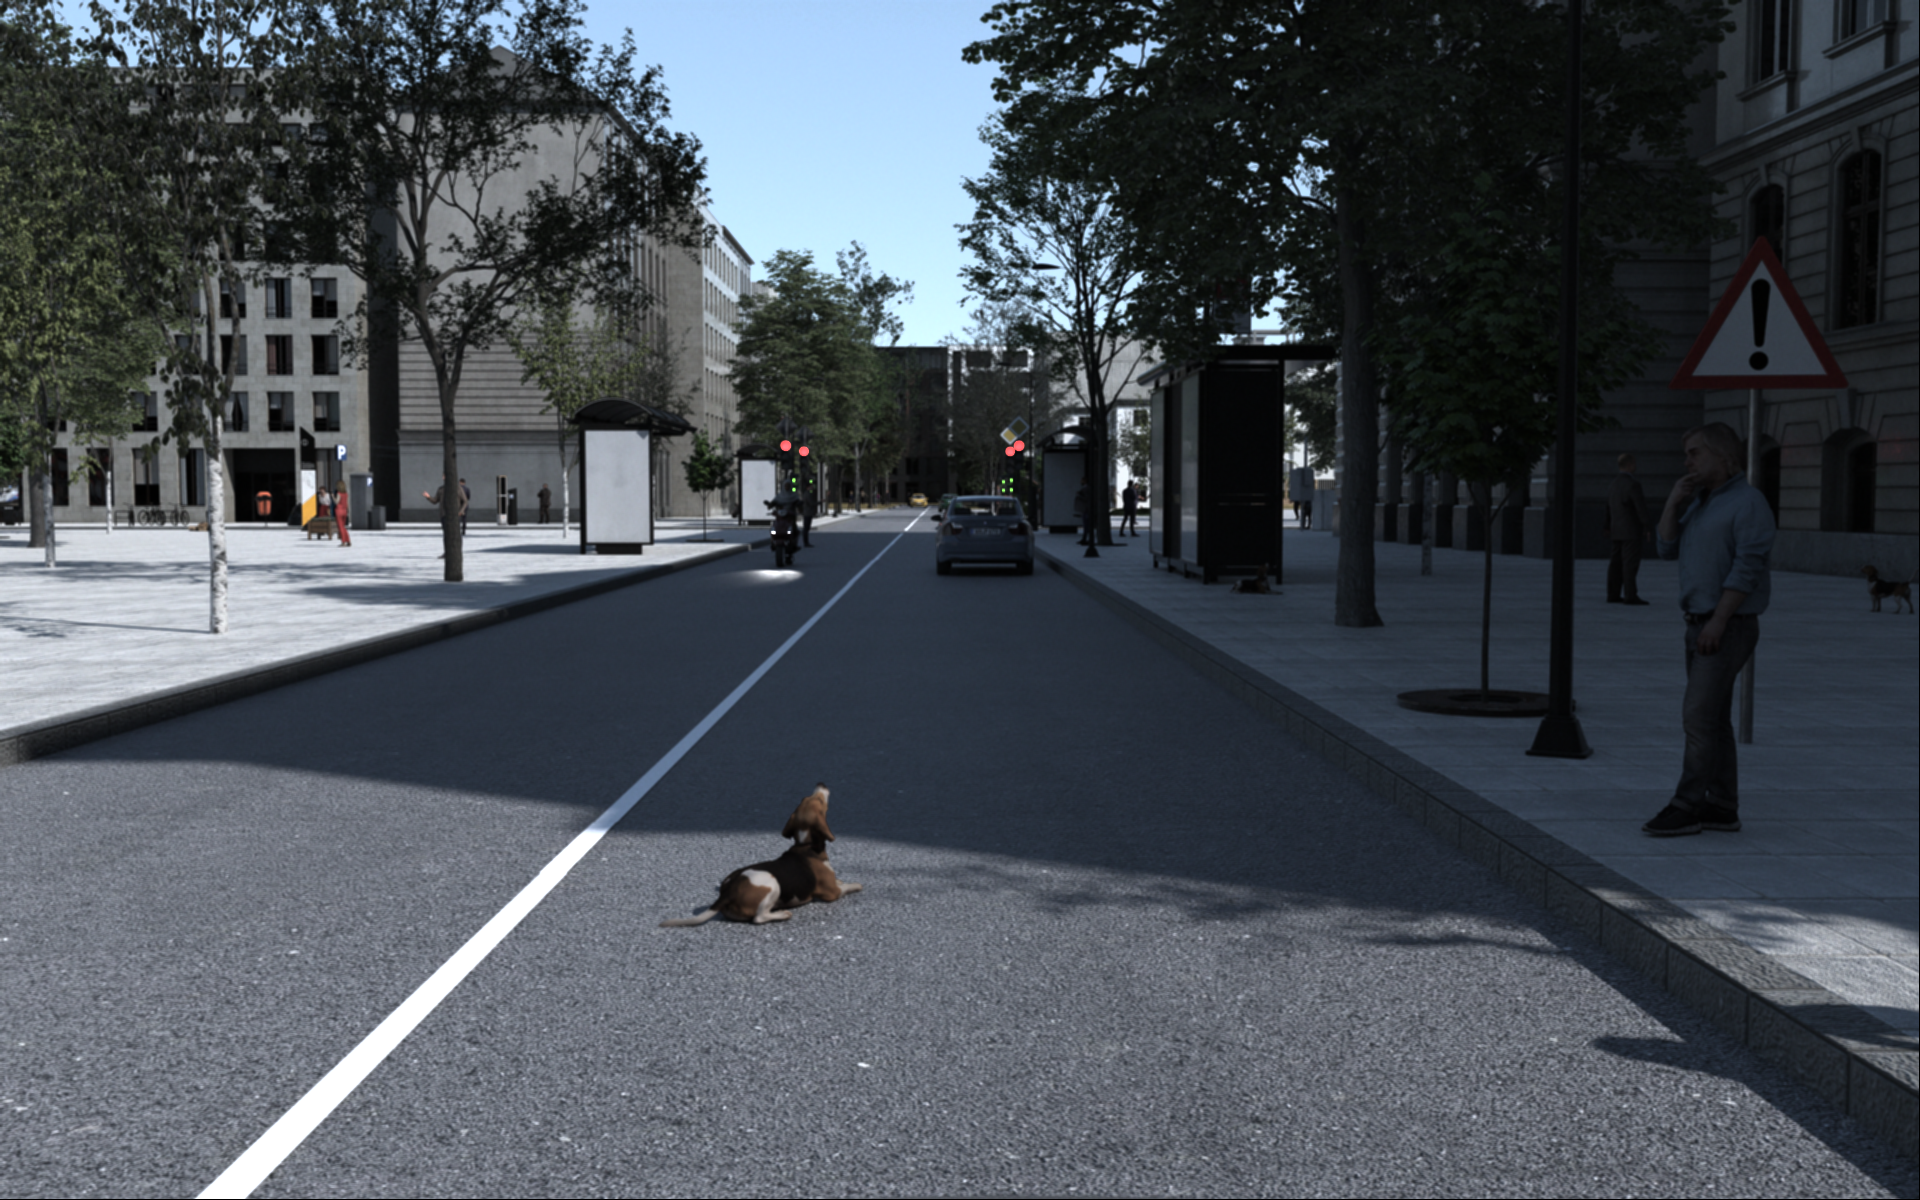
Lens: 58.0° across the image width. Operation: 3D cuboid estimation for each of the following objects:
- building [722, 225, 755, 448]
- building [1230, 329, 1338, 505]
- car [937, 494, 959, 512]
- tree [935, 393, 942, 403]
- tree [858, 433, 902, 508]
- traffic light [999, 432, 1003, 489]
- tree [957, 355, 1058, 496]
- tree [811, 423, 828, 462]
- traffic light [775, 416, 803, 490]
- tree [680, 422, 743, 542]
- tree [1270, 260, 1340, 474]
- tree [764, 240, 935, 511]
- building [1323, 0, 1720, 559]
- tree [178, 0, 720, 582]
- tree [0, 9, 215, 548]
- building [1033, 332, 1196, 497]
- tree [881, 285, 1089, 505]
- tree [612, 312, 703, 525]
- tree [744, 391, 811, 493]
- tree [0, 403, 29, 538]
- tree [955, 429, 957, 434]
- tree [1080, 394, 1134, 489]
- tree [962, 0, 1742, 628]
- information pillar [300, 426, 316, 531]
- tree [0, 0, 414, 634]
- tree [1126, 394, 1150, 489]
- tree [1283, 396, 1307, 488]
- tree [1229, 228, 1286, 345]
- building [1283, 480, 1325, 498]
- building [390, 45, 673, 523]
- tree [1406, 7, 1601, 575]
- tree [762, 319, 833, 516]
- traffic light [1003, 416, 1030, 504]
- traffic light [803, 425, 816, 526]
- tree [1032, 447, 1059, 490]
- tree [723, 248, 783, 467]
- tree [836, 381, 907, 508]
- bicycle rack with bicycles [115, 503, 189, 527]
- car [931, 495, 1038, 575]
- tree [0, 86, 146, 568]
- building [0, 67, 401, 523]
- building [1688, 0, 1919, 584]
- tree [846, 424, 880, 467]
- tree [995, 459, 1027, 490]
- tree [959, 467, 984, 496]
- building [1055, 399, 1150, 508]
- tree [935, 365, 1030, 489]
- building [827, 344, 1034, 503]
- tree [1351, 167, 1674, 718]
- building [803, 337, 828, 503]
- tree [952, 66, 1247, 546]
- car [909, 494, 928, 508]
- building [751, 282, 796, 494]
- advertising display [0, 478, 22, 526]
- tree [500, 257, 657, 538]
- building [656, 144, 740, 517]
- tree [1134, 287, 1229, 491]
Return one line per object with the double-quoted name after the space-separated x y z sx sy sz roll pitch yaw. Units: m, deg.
-20.108 -16.615 120.810 9.793 20.994 18.267 0 4 -1 "building"
38.705 -21.329 205.152 11.380 20.091 16.016 0 4 -1 "building"
-0.781 -7.674 137.269 2.131 1.459 4.920 0 4 -2 "car"
-8.209 -22.085 216.977 12.611 20.169 13.585 0 3 0 "tree"
-7.770 -12.997 162.855 4.737 8.622 4.395 0 3 0 "tree"
1.977 -4.894 69.259 0.839 4.213 0.868 0 4 -1 "traffic light"
2.816 -8.610 91.134 4.360 8.622 3.978 0 3 0 "tree"
-12.117 -11.754 142.542 4.360 8.622 3.978 0 3 0 "tree"
-6.104 -4.400 61.178 0.839 4.213 0.868 0 4 -1 "traffic light"
-6.890 -3.177 46.545 1.663 3.219 1.824 0 3 0 "tree"
19.372 -10.665 81.033 9.857 13.997 8.962 0 3 0 "tree"
-8.702 -16.891 132.051 12.611 20.169 13.585 0 3 0 "tree"
16.166 -13.072 42.611 11.050 23.489 19.941 0 4 -1 "building"
-7.373 -5.572 25.508 8.767 10.594 7.601 1 4 9 "tree"
-21.699 -7.535 41.319 7.486 12.596 7.792 0 3 0 "tree"
17.562 -20.233 197.272 16.747 18.905 31.486 0 4 -1 "building"
2.535 -11.658 100.976 12.009 13.543 11.850 0 3 0 "tree"
-12.601 -7.372 70.890 4.360 8.622 3.978 0 3 0 "tree"
-12.894 -10.413 120.617 4.360 8.622 3.978 0 3 0 "tree"
-28.506 -4.064 50.167 4.285 4.588 4.351 0 3 0 "tree"
1.978 -9.768 110.062 4.360 8.622 3.978 0 3 0 "tree"
10.668 -10.898 128.549 4.360 8.622 3.978 0 3 0 "tree"
3.452 -6.022 16.590 7.486 12.596 7.792 0 3 0 "tree"
-22.526 -4.188 59.821 0.504 3.616 0.183 -2 4 -32 "information pillar"
-7.029 -3.989 15.581 4.360 8.622 3.978 0 3 0 "tree"
13.349 -10.353 119.641 4.737 8.622 4.395 0 3 0 "tree"
17.223 -8.898 95.845 4.737 8.622 4.395 0 3 0 "tree"
7.548 -4.980 31.787 4.360 8.622 3.978 0 3 0 "tree"
52.454 -23.136 244.723 31.486 18.905 16.747 0 4 -1 "building"
-20.329 -14.444 85.311 9.793 20.994 18.267 0 4 -1 "building"
7.634 -4.699 27.199 4.360 8.622 3.978 0 3 0 "tree"
-7.937 -10.788 102.145 9.928 11.665 9.643 0 3 0 "tree"
2.057 -4.406 61.275 0.839 4.213 0.868 0 4 -1 "traffic light"
-6.183 -4.888 69.163 0.839 4.213 0.868 0 4 -1 "traffic light"
6.404 -8.049 115.308 4.285 4.588 4.351 0 3 0 "tree"
-7.393 -9.936 80.587 7.486 12.596 7.792 0 3 0 "tree"
-8.007 -14.197 154.170 6.751 12.117 7.091 0 3 0 "tree"
-32.608 -3.436 69.557 2.852 0.926 2.925 -3 5 -41 "bicycle rack with bicycles"
0.453 -1.230 32.109 2.014 1.417 4.499 0 4 0 "car"
-16.100 -4.864 29.895 4.737 8.622 4.395 0 3 0 "tree"
-34.993 -13.846 81.135 16.860 20.320 10.420 0 4 -1 "building"
18.923 -11.944 14.361 14.460 24.649 34.723 0 4 -1 "building"
-9.003 -17.847 202.169 12.009 13.543 11.850 0 3 0 "tree"
2.761 -5.303 81.307 1.663 3.219 1.824 0 3 0 "tree"
1.323 -12.027 180.347 4.285 4.588 4.351 0 3 0 "tree"
14.428 -13.772 167.324 9.099 9.664 28.070 0 4 -1 "building"
2.517 -16.043 168.959 9.857 13.997 8.962 0 3 0 "tree"
-3.955 -24.855 250.358 32.646 21.610 27.936 0 4 -1 "building"
3.094 -0.970 10.465 1.663 3.219 1.824 0 3 0 "tree"
-31.940 -20.633 203.812 31.486 18.905 16.747 0 4 -1 "building"
3.424 -7.153 42.711 9.928 11.665 9.643 0 3 0 "tree"
-4.392 -10.595 183.445 2.015 1.641 3.980 0 4 -3 "car"
-24.424 -17.960 160.109 16.747 18.905 31.486 0 4 -1 "building"
-38.801 -4.004 70.676 0.974 1.923 0.123 0 4 5 "advertising display"
-11.245 -6.103 50.143 4.737 8.622 4.395 0 3 0 "tree"
-19.332 -15.200 103.276 10.420 20.320 16.860 0 4 -1 "building"
7.782 -6.448 55.780 4.360 8.622 3.978 0 3 0 "tree"
